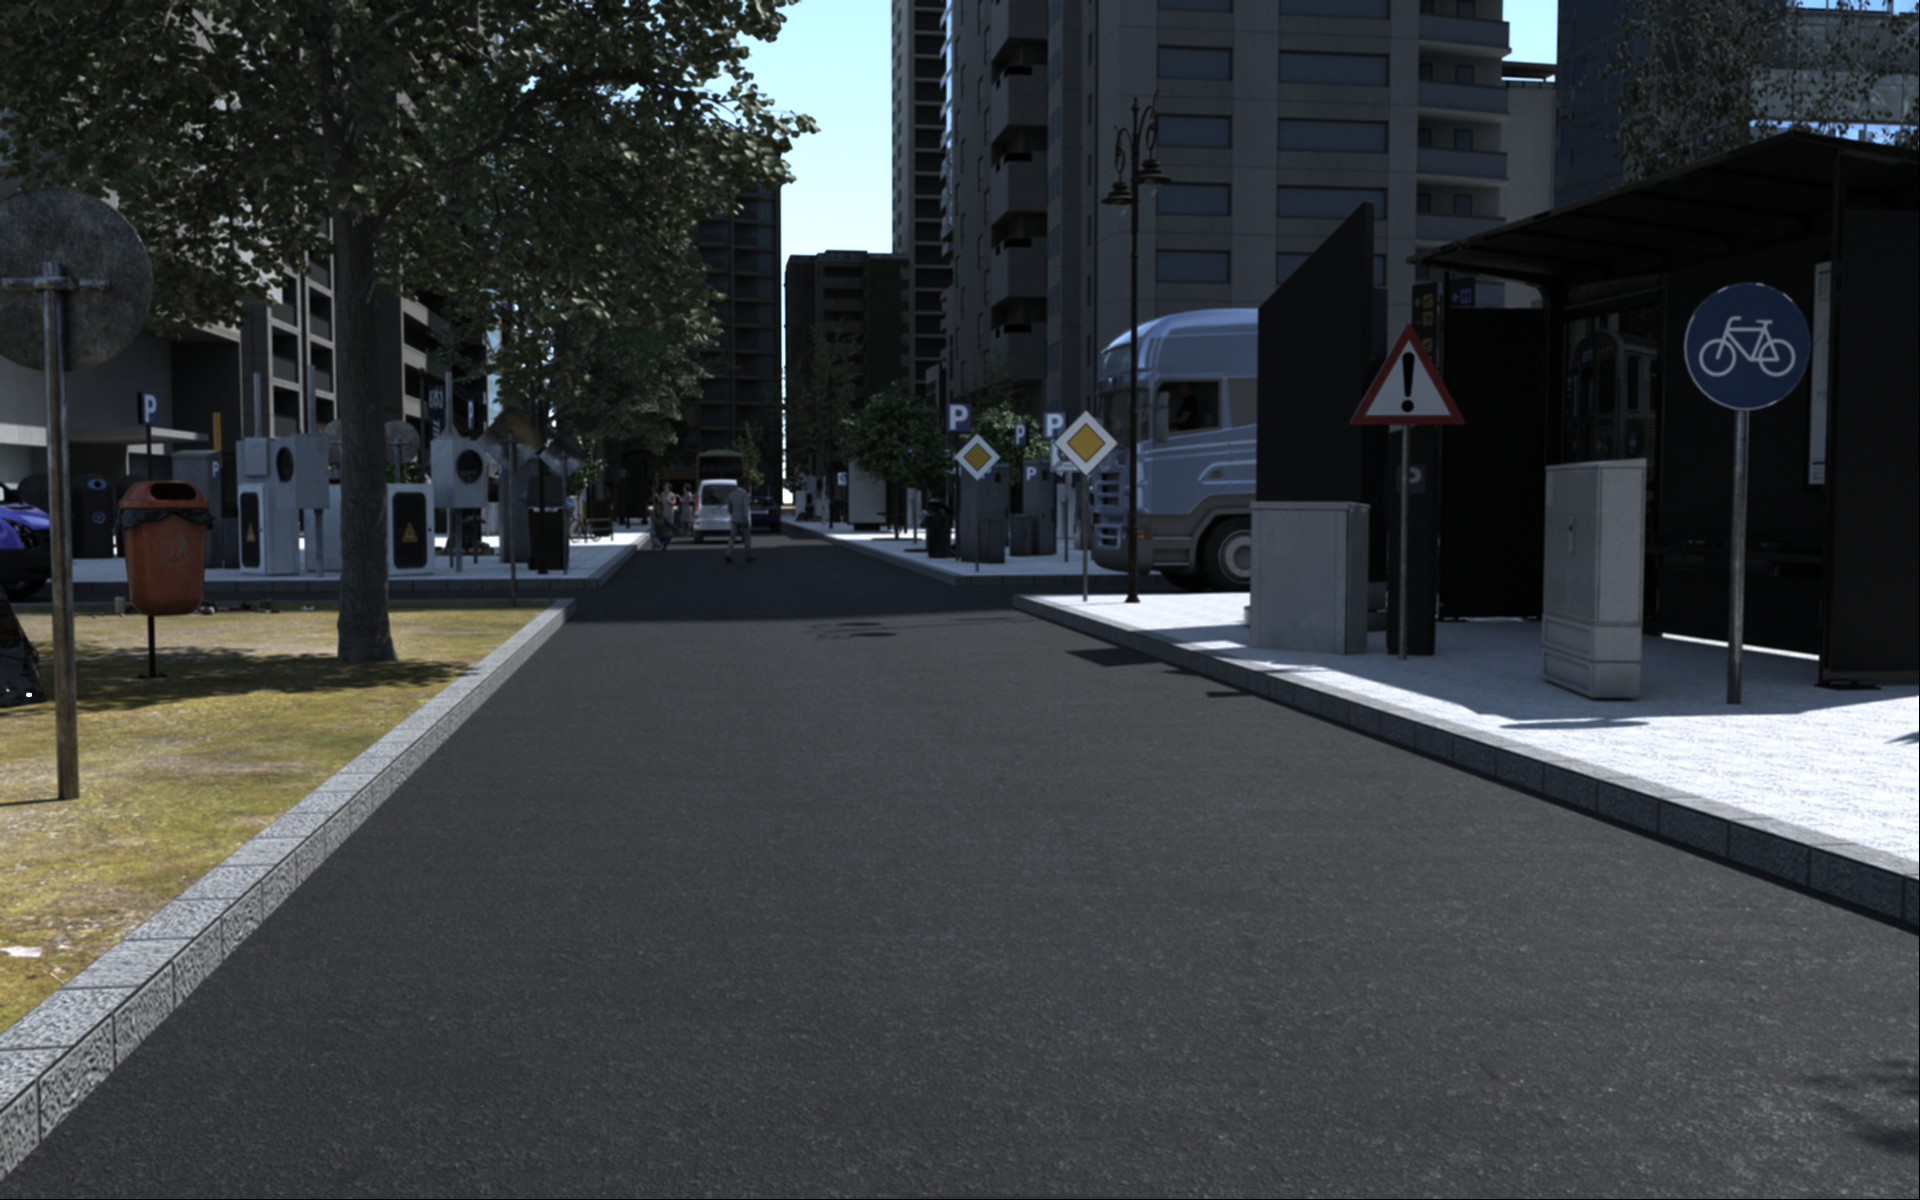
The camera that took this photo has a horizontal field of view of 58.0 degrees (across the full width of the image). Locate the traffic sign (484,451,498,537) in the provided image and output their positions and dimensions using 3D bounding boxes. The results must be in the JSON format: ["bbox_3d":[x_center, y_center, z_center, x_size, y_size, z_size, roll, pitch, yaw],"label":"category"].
[{"bbox_3d":[-14.115,-3.153,51.651,0.768,2.556,0.104,0,4,1],"label":"traffic sign"}]

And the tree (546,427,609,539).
[{"bbox_3d":[-11.170,-3.390,50.033,1.663,3.219,1.824,0,3,0],"label":"tree"}]

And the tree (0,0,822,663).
[{"bbox_3d":[-5.047,-5.808,13.082,7.486,12.596,7.792,0,3,0],"label":"tree"}]

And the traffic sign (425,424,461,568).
[{"bbox_3d":[-8.842,-1.838,30.060,0.884,2.594,0.081,0,4,1],"label":"traffic sign"}]

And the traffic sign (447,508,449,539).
[{"bbox_3d":[-13.897,-2.870,47.027,0.768,2.556,0.104,0,4,-1],"label":"traffic sign"}]

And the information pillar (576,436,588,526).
[{"bbox_3d":[-15.356,-4.823,70.213,0.183,3.616,0.504,3,5,41],"label":"information pillar"}]

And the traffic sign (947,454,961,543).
[{"bbox_3d":[-0.087,-2.331,40.241,0.606,2.300,0.079,0,4,-6],"label":"traffic sign"}]

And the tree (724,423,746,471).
[{"bbox_3d":[-20.797,-13.422,169.817,4.737,8.622,4.395,0,3,0],"label":"tree"}]

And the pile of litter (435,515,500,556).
[{"bbox_3d":[-10.304,-1.367,36.317,1.719,0.858,1.176,1,4,19],"label":"pile of litter"}]

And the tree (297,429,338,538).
[{"bbox_3d":[-19.582,-3.470,51.334,1.663,3.219,1.824,0,3,0],"label":"tree"}]

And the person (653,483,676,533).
[{"bbox_3d":[-9.151,-2.728,53.458,0.716,1.782,0.532,1,4,13],"label":"person"}]

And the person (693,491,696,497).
[{"bbox_3d":[-24.100,-9.104,158.019,0.621,1.740,0.551,3,5,40],"label":"person"}]

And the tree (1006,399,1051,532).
[{"bbox_3d":[1.643,-4.650,59.737,4.285,4.588,4.351,0,3,0],"label":"tree"}]

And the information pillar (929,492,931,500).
[{"bbox_3d":[-1.397,-4.314,75.030,0.304,2.012,0.304,0,4,4],"label":"information pillar"}]

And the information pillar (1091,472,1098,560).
[{"bbox_3d":[2.730,-1.796,33.860,0.304,2.012,0.304,1,4,11],"label":"information pillar"}]

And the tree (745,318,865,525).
[{"bbox_3d":[-5.834,-7.449,72.149,4.737,8.622,4.395,0,3,0],"label":"tree"}]

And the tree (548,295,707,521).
[{"bbox_3d":[-15.902,-8.949,80.723,7.601,10.594,8.767,1,4,17],"label":"tree"}]

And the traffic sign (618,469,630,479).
[{"bbox_3d":[-16.999,-5.331,87.273,0.768,2.556,0.104,0,4,-6],"label":"traffic sign"}]

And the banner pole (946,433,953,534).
[{"bbox_3d":[-0.649,-4.034,55.980,0.863,3.779,0.401,-1,4,-10],"label":"banner pole"}]

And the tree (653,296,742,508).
[{"bbox_3d":[-26.614,-18.413,156.937,12.611,20.169,13.585,0,3,0],"label":"tree"}]

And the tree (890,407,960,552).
[{"bbox_3d":[-0.801,-2.693,38.636,1.663,3.219,1.824,0,3,0],"label":"tree"}]

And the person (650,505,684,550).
[{"bbox_3d":[-7.499,-1.833,43.973,1.012,1.151,0.738,-2,4,-33],"label":"person"}]

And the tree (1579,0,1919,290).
[{"bbox_3d":[8.818,-4.215,19.284,4.360,8.622,3.978,0,3,0],"label":"tree"}]

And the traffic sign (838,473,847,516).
[{"bbox_3d":[-5.468,-4.868,81.727,0.606,2.300,0.079,0,4,-2],"label":"traffic sign"}]

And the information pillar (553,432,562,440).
[{"bbox_3d":[-14.429,-4.337,62.265,0.183,3.616,0.504,2,4,28],"label":"information pillar"}]

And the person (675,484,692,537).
[{"bbox_3d":[-9.183,-2.970,57.418,0.532,1.782,0.716,-2,4,-34],"label":"person"}]

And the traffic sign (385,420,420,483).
[{"bbox_3d":[-9.646,-1.811,29.720,0.768,2.556,0.104,0,4,-3],"label":"traffic sign"}]

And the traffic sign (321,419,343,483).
[{"bbox_3d":[-10.409,-1.781,29.228,0.768,2.556,0.104,0,4,-3],"label":"traffic sign"}]

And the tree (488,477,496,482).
[{"bbox_3d":[-20.684,-4.859,74.042,1.663,3.219,1.824,0,3,0],"label":"tree"}]

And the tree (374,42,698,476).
[{"bbox_3d":[-9.859,-7.013,40.419,9.928,11.665,9.643,0,3,0],"label":"tree"}]

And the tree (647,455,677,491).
[{"bbox_3d":[-28.757,-13.326,168.237,4.360,8.622,3.978,0,3,0],"label":"tree"}]

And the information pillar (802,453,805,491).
[{"bbox_3d":[-8.909,-6.554,98.509,0.183,3.616,0.504,-1,4,-11],"label":"information pillar"}]

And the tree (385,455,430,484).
[{"bbox_3d":[-16.882,-3.556,52.742,1.663,3.219,1.824,0,3,0],"label":"tree"}]

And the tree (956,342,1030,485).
[{"bbox_3d":[1.566,-8.121,83.139,4.737,8.622,4.395,0,3,0],"label":"tree"}]

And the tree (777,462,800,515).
[{"bbox_3d":[-10.059,-6.773,105.341,1.663,3.219,1.824,0,3,0],"label":"tree"}]

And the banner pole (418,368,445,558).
[{"bbox_3d":[-10.552,-2.726,34.591,0.401,3.779,0.863,2,4,26],"label":"banner pole"}]

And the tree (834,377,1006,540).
[{"bbox_3d":[-1.694,-3.960,48.464,4.285,4.588,4.351,0,3,0],"label":"tree"}]

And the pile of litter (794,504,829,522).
[{"bbox_3d":[-6.859,-4.057,80.296,1.719,0.858,1.176,-1,4,-9],"label":"pile of litter"}]

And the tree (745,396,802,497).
[{"bbox_3d":[-14.162,-10.965,129.641,4.360,8.622,3.978,0,3,0],"label":"tree"}]

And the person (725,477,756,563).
[{"bbox_3d":[-4.626,-1.684,36.313,0.678,1.792,0.850,2,4,31],"label":"person"}]

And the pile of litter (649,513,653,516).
[{"bbox_3d":[-18.495,-5.352,101.478,1.176,0.858,1.719,0,4,2],"label":"pile of litter"}]

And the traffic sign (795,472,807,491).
[{"bbox_3d":[-8.760,-5.855,95.827,0.768,2.556,0.104,-1,4,-8],"label":"traffic sign"}]

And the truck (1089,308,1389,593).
[{"bbox_3d":[10.610,-2.201,25.738,18.799,4.110,2.967,-1,4,-10],"label":"truck"}]

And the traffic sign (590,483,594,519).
[{"bbox_3d":[-15.712,-4.378,73.708,0.606,2.300,0.079,0,4,-6],"label":"traffic sign"}]

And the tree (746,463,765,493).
[{"bbox_3d":[-21.536,-11.704,175.070,4.285,4.588,4.351,0,3,0],"label":"tree"}]

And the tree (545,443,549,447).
[{"bbox_3d":[-23.827,-6.874,96.108,4.285,4.588,4.351,0,3,0],"label":"tree"}]
